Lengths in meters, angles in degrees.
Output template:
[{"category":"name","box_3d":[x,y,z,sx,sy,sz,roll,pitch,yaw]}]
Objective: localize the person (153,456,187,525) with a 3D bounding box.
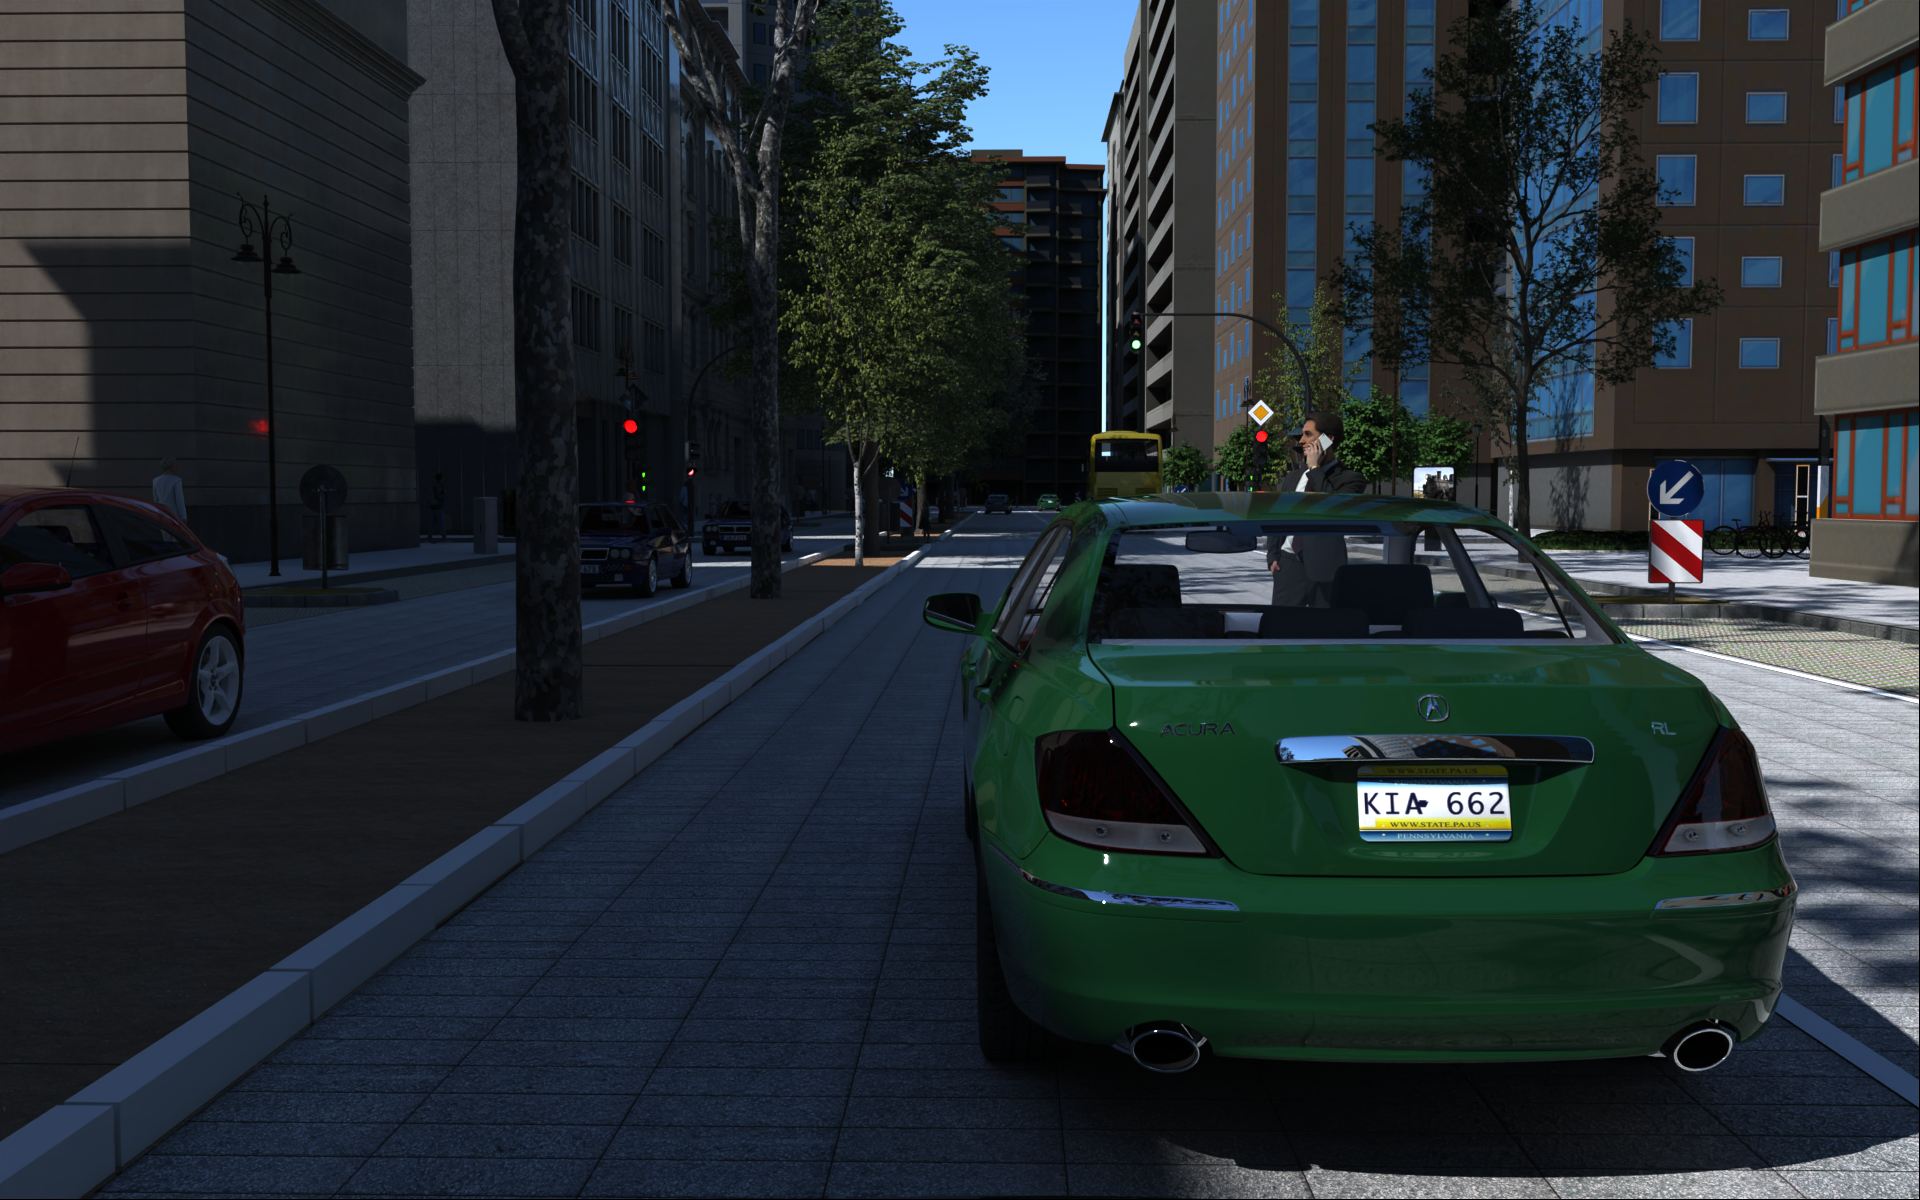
[{"category":"person","box_3d":[-11.662,-1.201,25.556,0.514,1.842,0.818,0,4,-8]}]

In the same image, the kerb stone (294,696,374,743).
[{"category":"kerb stone","box_3d":[-3.768,0.723,10.382,0.120,0.150,1.000,0,4,1]}]

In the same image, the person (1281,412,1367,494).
[{"category":"person","box_3d":[2.007,-0.133,10.043,0.648,1.900,0.474,2,4,33]}]

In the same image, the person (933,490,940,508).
[{"category":"person","box_3d":[-2.106,-10.303,177.055,1.348,1.812,0.705,-1,4,-18]}]

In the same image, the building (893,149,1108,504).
[{"category":"building","box_3d":[4.026,-34.762,222.984,28.867,44.769,22.147,0,4,1]}]

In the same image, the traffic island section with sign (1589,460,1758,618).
[{"category":"traffic island section with sign","box_3d":[8.184,-0.745,20.801,1.989,1.847,2.006,0,4,1]}]

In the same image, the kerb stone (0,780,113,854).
[{"category":"kerb stone","box_3d":[-3.840,0.915,7.303,0.120,0.150,1.000,0,4,1]}]

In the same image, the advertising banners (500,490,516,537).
[{"category":"advertising banners","box_3d":[-12.732,-3.367,51.245,2.074,3.025,0.090,1,4,21]}]

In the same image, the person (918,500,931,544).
[{"category":"person","box_3d":[-1.030,-2.246,49.887,0.362,1.253,0.373,-3,5,-43]}]

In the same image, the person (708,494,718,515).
[{"category":"person","box_3d":[-10.641,-3.934,74.649,0.425,1.301,0.394,-1,4,-8]}]

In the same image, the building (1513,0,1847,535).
[{"category":"building","box_3d":[27.668,-25.043,59.556,14.200,45.320,14.600,0,4,1]}]

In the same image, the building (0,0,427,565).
[{"category":"building","box_3d":[-25.254,-14.575,35.557,25.104,27.353,12.463,0,4,1]}]

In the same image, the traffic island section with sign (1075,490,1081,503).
[{"category":"traffic island section with sign","box_3d":[12.152,-10.516,180.557,1.989,1.847,2.006,0,4,1]}]

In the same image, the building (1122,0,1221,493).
[{"category":"building","box_3d":[26.837,-33.044,163.964,21.300,48.544,21.600,0,4,1]}]

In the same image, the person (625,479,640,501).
[{"category":"person","box_3d":[-7.249,-1.765,37.951,0.643,1.750,0.593,-1,4,-20]}]

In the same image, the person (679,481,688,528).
[{"category":"person","box_3d":[-10.408,-3.630,65.660,0.793,1.790,0.793,0,4,-1]}]

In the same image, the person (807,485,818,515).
[{"category":"person","box_3d":[-9.213,-6.242,107.953,0.661,1.843,0.795,-1,4,-11]}]

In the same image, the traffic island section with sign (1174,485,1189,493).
[{"category":"traffic island section with sign","box_3d":[9.552,-4.133,76.199,1.989,1.847,2.006,0,4,1]}]

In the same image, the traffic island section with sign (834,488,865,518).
[{"category":"traffic island section with sign","box_3d":[-6.486,-5.812,103.662,1.989,1.847,2.006,0,4,1]}]

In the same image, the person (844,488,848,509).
[{"category":"person","box_3d":[-8.838,-7.912,136.076,0.551,1.740,0.621,1,4,15]}]

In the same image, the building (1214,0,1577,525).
[{"category":"building","box_3d":[20.384,-26.590,84.864,14.600,45.320,14.200,0,4,1]}]

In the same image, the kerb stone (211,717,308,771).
[{"category":"kerb stone","box_3d":[-3.800,0.787,9.359,0.120,0.150,1.000,0,4,1]}]

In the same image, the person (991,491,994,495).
[{"category":"person","box_3d":[2.958,-9.137,158.595,1.217,1.736,0.721,-1,4,-22]}]

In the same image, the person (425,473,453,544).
[{"category":"person","box_3d":[-13.363,-2.348,44.415,0.713,1.824,0.794,-1,4,-12]}]

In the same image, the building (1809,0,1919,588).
[{"category":"building","box_3d":[26.676,-10.183,11.536,27.650,21.520,28.899,0,4,1]}]

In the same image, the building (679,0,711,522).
[{"category":"building","box_3d":[-18.480,-18.240,85.619,14.401,28.519,23.554,0,4,1]}]

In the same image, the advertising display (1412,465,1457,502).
[{"category":"advertising display","box_3d":[10.613,-2.055,38.810,0.974,1.923,0.123,2,4,31]}]

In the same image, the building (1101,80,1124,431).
[{"category":"building","box_3d":[32.790,-38.897,225.204,27.495,52.752,28.713,0,4,1]}]

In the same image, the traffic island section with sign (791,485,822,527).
[{"category":"traffic island section with sign","box_3d":[-7.150,-4.159,76.622,1.989,1.847,2.006,0,4,1]}]

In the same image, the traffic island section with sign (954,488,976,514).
[{"category":"traffic island section with sign","box_3d":[0.178,-7.248,126.647,2.006,1.907,1.989,0,4,1]}]

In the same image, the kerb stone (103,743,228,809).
[{"category":"kerb stone","box_3d":[-3.818,0.848,8.329,0.120,0.150,1.000,0,4,1]}]

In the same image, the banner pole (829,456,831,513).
[{"category":"banner pole","box_3d":[-8.678,-7.650,115.089,0.401,3.779,0.863,0,4,1]}]

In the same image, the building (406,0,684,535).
[{"category":"building","box_3d":[-18.001,-14.993,63.165,12.078,24.808,19.932,0,4,1]}]

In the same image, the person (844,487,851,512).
[{"category":"person","box_3d":[-8.093,-7.307,125.535,0.620,1.820,0.660,0,4,8]}]

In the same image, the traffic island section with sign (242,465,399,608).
[{"category":"traffic island section with sign","box_3d":[-8.502,-0.858,22.654,1.989,1.847,2.006,0,4,1]}]

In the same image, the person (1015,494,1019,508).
[{"category":"person","box_3d":[6.013,-10.391,181.608,0.599,1.433,0.991,-1,4,-12]}]

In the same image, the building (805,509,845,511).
[{"category":"building","box_3d":[-20.042,-36.625,140.820,21.231,58.520,28.212,0,4,1]}]

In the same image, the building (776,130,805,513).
[{"category":"building","box_3d":[-17.919,-19.702,109.511,14.401,28.519,23.554,0,4,1]}]

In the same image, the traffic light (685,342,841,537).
[{"category":"traffic light","box_3d":[-5.963,-4.723,51.882,4.771,5.953,1.251,0,4,1]}]

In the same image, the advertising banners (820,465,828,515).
[{"category":"advertising banners","box_3d":[-8.326,-6.703,105.781,0.090,3.025,2.074,0,4,7]}]

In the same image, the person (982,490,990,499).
[{"category":"person","box_3d":[2.376,-8.374,145.939,1.217,1.766,0.721,1,4,23]}]

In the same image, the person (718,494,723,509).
[{"category":"person","box_3d":[-10.662,-4.088,77.158,0.640,1.303,0.475,0,4,3]}]

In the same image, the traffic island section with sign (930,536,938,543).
[{"category":"traffic island section with sign","box_3d":[-1.680,-2.654,51.532,2.006,1.907,1.989,0,4,1]}]

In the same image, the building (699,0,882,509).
[{"category":"building","box_3d":[-22.900,-39.663,190.487,28.212,58.520,21.231,0,4,1]}]

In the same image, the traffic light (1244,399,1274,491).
[{"category":"traffic light","box_3d":[8.900,-3.827,51.495,0.839,4.253,0.868,0,4,1]}]

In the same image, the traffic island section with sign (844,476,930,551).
[{"category":"traffic island section with sign","box_3d":[-1.874,-2.201,44.127,2.006,1.907,1.989,0,4,1]}]
